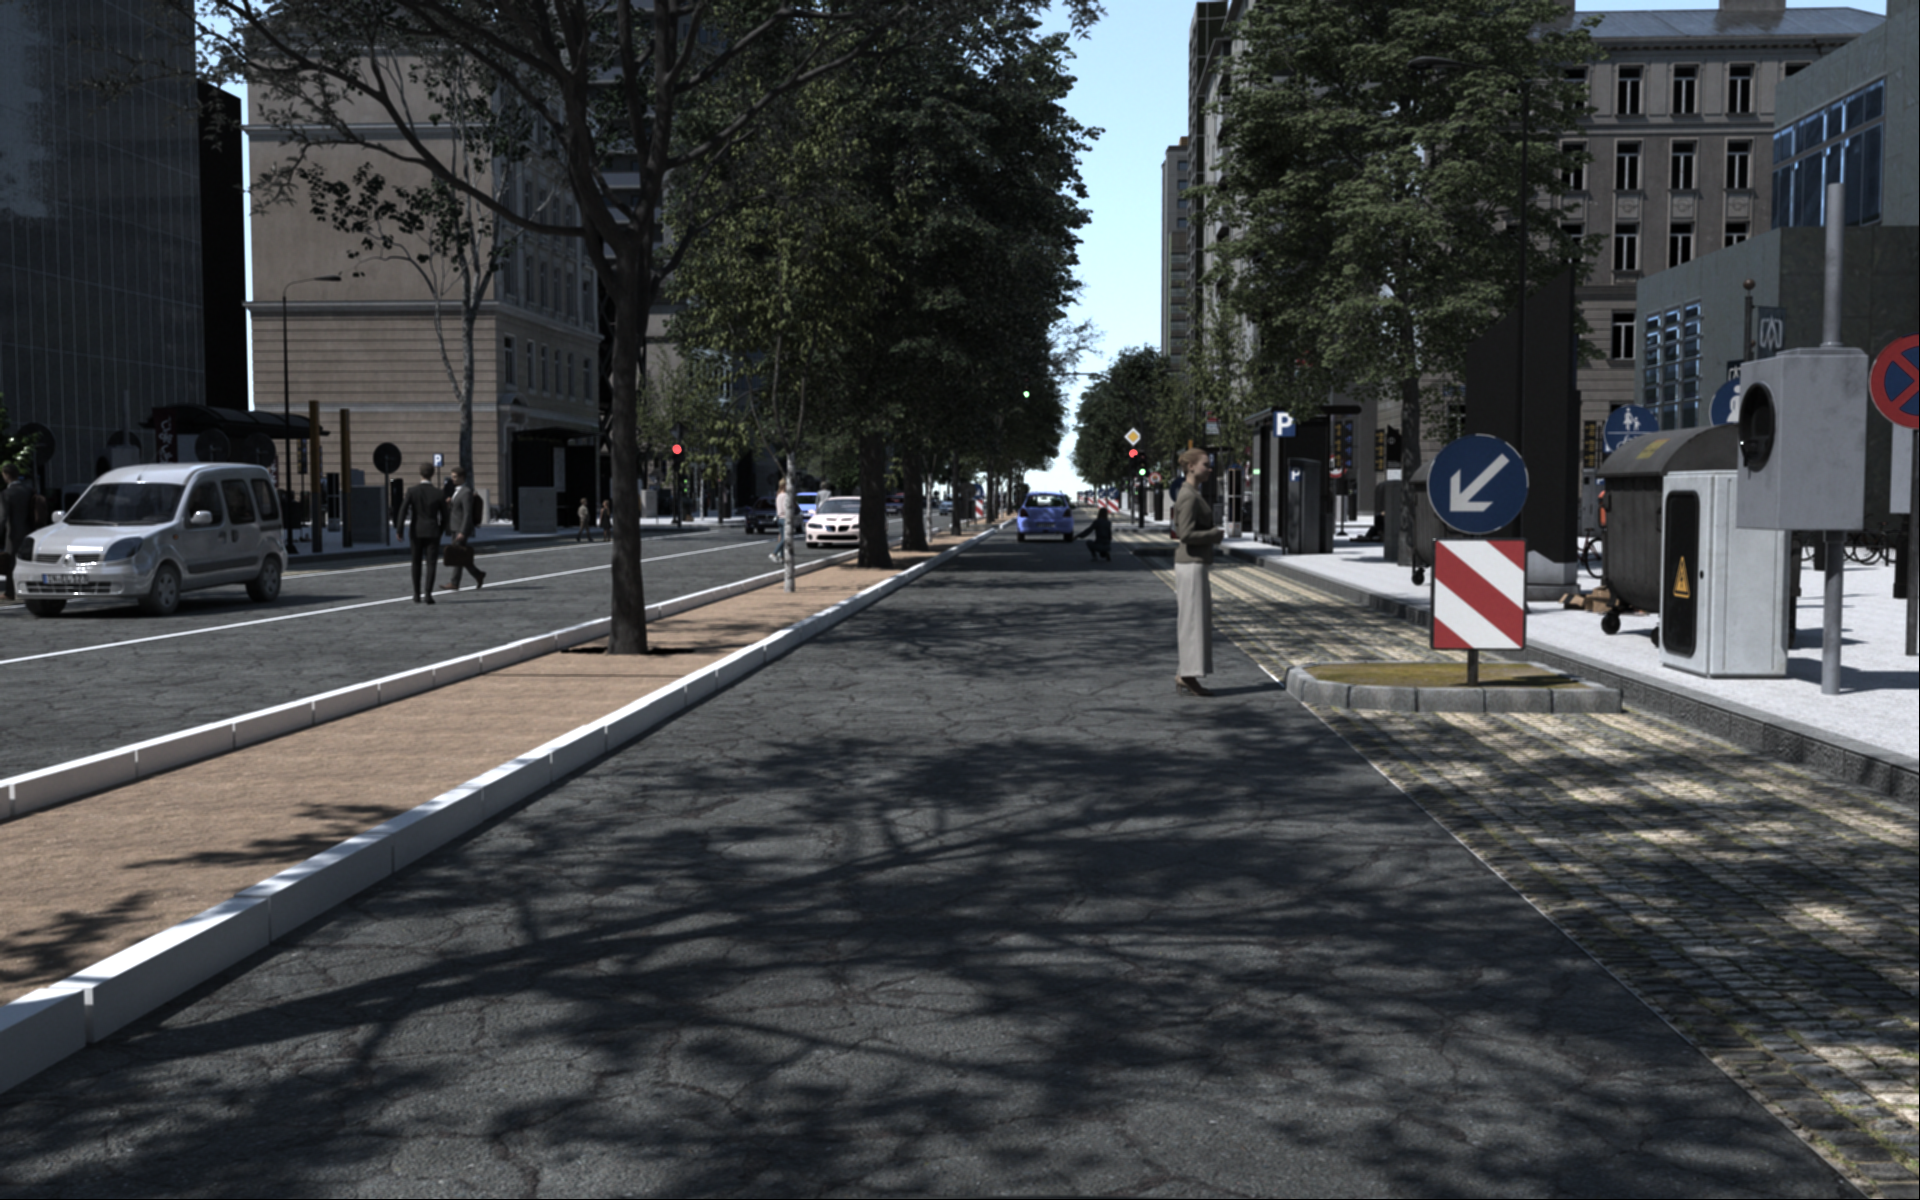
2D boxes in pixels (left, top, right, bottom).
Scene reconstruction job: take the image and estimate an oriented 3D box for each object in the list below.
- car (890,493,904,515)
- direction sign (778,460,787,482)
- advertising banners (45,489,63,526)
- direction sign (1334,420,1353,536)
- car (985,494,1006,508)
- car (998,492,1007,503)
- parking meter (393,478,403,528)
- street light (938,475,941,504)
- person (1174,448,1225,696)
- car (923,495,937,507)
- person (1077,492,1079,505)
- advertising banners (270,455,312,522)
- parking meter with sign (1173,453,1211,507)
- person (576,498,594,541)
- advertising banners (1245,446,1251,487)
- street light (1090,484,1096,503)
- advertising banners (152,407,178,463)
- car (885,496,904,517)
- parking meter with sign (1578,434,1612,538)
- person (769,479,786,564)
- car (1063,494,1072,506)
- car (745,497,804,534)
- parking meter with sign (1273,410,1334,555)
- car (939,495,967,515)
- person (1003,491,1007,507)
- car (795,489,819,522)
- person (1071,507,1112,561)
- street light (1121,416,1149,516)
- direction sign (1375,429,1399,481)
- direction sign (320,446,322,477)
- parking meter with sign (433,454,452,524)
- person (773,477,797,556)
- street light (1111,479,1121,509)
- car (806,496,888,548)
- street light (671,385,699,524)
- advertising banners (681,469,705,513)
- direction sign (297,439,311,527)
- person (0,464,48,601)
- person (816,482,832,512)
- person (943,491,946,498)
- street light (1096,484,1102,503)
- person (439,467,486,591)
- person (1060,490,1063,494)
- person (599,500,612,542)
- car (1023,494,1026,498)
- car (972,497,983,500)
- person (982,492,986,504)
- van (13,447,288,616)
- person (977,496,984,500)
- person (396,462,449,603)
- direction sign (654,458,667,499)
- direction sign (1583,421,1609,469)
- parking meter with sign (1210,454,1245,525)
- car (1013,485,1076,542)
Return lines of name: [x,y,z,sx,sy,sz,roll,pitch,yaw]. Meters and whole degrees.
car: [-3.772,-6.707,118.700,2.155,1.783,4.494,0,4,4]
direction sign: [-11.856,-7.572,115.804,0.379,3.537,0.876,-3,5,-45]
advertising banners: [-22.417,-2.761,41.324,2.074,3.025,0.090,0,4,-1]
direction sign: [11.802,-3.755,53.386,0.379,3.537,0.876,-2,4,-24]
car: [3.608,-10.271,176.974,2.155,1.783,4.494,0,4,1]
car: [6.571,-16.827,283.799,2.281,1.827,5.304,0,4,3]
parking meter: [-21.104,-3.629,65.052,0.255,1.863,0.399,-3,5,-41]
street light: [-2.205,-15.962,233.523,1.470,5.913,1.316,0,4,3]
person: [1.697,-0.199,12.304,0.362,1.759,0.519,0,4,7]
car: [-3.391,-10.591,185.736,1.945,1.354,3.894,0,4,3]
person: [14.499,-12.382,211.655,0.721,1.736,1.217,0,4,8]
advertising banners: [-30.152,-4.999,77.919,0.090,3.025,2.074,3,5,42]
parking meter with sign: [10.075,-4.814,74.971,1.738,3.016,0.543,2,4,32]
person: [-11.383,-2.424,52.399,0.475,1.303,0.640,2,4,32]
advertising banners: [10.697,-4.061,62.589,0.090,3.025,2.074,-1,4,-14]
street light: [17.787,-15.397,224.284,1.470,5.913,1.316,0,4,3]
advertising banners: [-15.268,-2.367,34.895,2.074,3.025,0.090,0,4,7]
car: [-4.089,-5.905,109.123,1.945,1.354,3.894,0,4,5]
parking meter with sign: [18.676,-3.345,50.957,0.543,3.016,1.738,-1,4,-10]
person: [-3.676,-1.617,35.610,0.598,1.740,0.731,-3,5,-41]
car: [9.631,-9.429,165.968,2.131,1.459,4.920,0,4,5]
car: [-6.789,-3.112,63.453,1.945,1.354,3.894,0,4,3]
parking meter with sign: [7.364,-2.486,36.913,0.543,3.016,1.738,3,5,42]
car: [-0.360,-6.452,117.486,2.014,1.417,4.499,0,4,5]
person: [5.143,-11.584,198.621,0.721,1.735,1.217,-1,4,-17]
car: [-6.922,-4.278,79.529,1.945,1.707,3.694,0,4,2]
person: [2.904,-1.419,37.203,1.012,1.151,0.738,-1,4,-14]
street light: [10.475,-7.950,102.523,1.470,5.913,1.316,0,4,3]
direction sign: [14.894,-4.190,60.496,0.876,3.537,0.379,3,4,37]
direction sign: [-30.192,-5.461,81.278,0.876,3.537,0.379,2,4,35]
parking meter with sign: [-22.152,-4.865,75.796,0.543,3.016,1.738,2,4,32]
person: [-4.040,-1.934,40.094,0.573,1.828,0.580,-1,4,-14]
street light: [13.266,-10.723,147.860,1.470,5.913,1.316,0,4,3]
car: [-3.044,-2.142,47.389,2.083,1.381,4.827,0,4,4]
street light: [-11.673,-6.201,73.935,1.470,5.913,1.316,0,4,3]
advertising banners: [-18.973,-7.734,122.634,2.074,3.025,0.090,-2,4,-31]
direction sign: [-25.461,-4.593,67.086,0.379,3.537,0.876,-3,5,-42]
person: [-12.541,-0.896,23.114,0.822,1.834,0.622,0,4,7]
person: [-4.396,-2.946,56.542,0.514,1.842,0.818,-2,4,-27]
person: [-1.852,-12.213,208.187,0.705,1.824,1.348,0,4,4]
street light: [15.085,-12.605,178.639,1.470,5.913,1.316,0,4,3]
person: [-7.375,-1.057,25.742,0.822,1.834,0.622,-3,5,-41]
person: [10.873,-10.995,188.142,0.709,1.838,0.599,3,5,40]
person: [-10.537,-2.340,51.427,0.362,1.253,0.373,-3,5,-44]
car: [10.966,-16.567,282.875,2.014,1.417,4.499,0,4,1]
car: [2.034,-12.822,221.636,2.014,1.417,4.499,0,4,2]
person: [3.502,-15.023,253.998,0.709,1.838,0.599,0,4,2]
van: [-10.063,-0.900,21.728,2.013,2.044,4.112,0,4,4]
person: [1.669,-9.497,163.804,1.348,1.821,0.705,0,4,3]
person: [-7.048,-0.886,22.759,0.659,1.850,0.755,-1,4,-16]
direction sign: [-18.837,-7.150,108.899,0.876,3.537,0.379,-3,5,-40]
direction sign: [19.788,-3.774,53.700,0.876,3.537,0.379,1,4,18]
parking meter with sign: [11.416,-4.624,71.859,1.738,3.016,0.543,0,4,1]
car: [2.578,-2.646,52.852,1.945,1.707,3.694,0,4,1]
